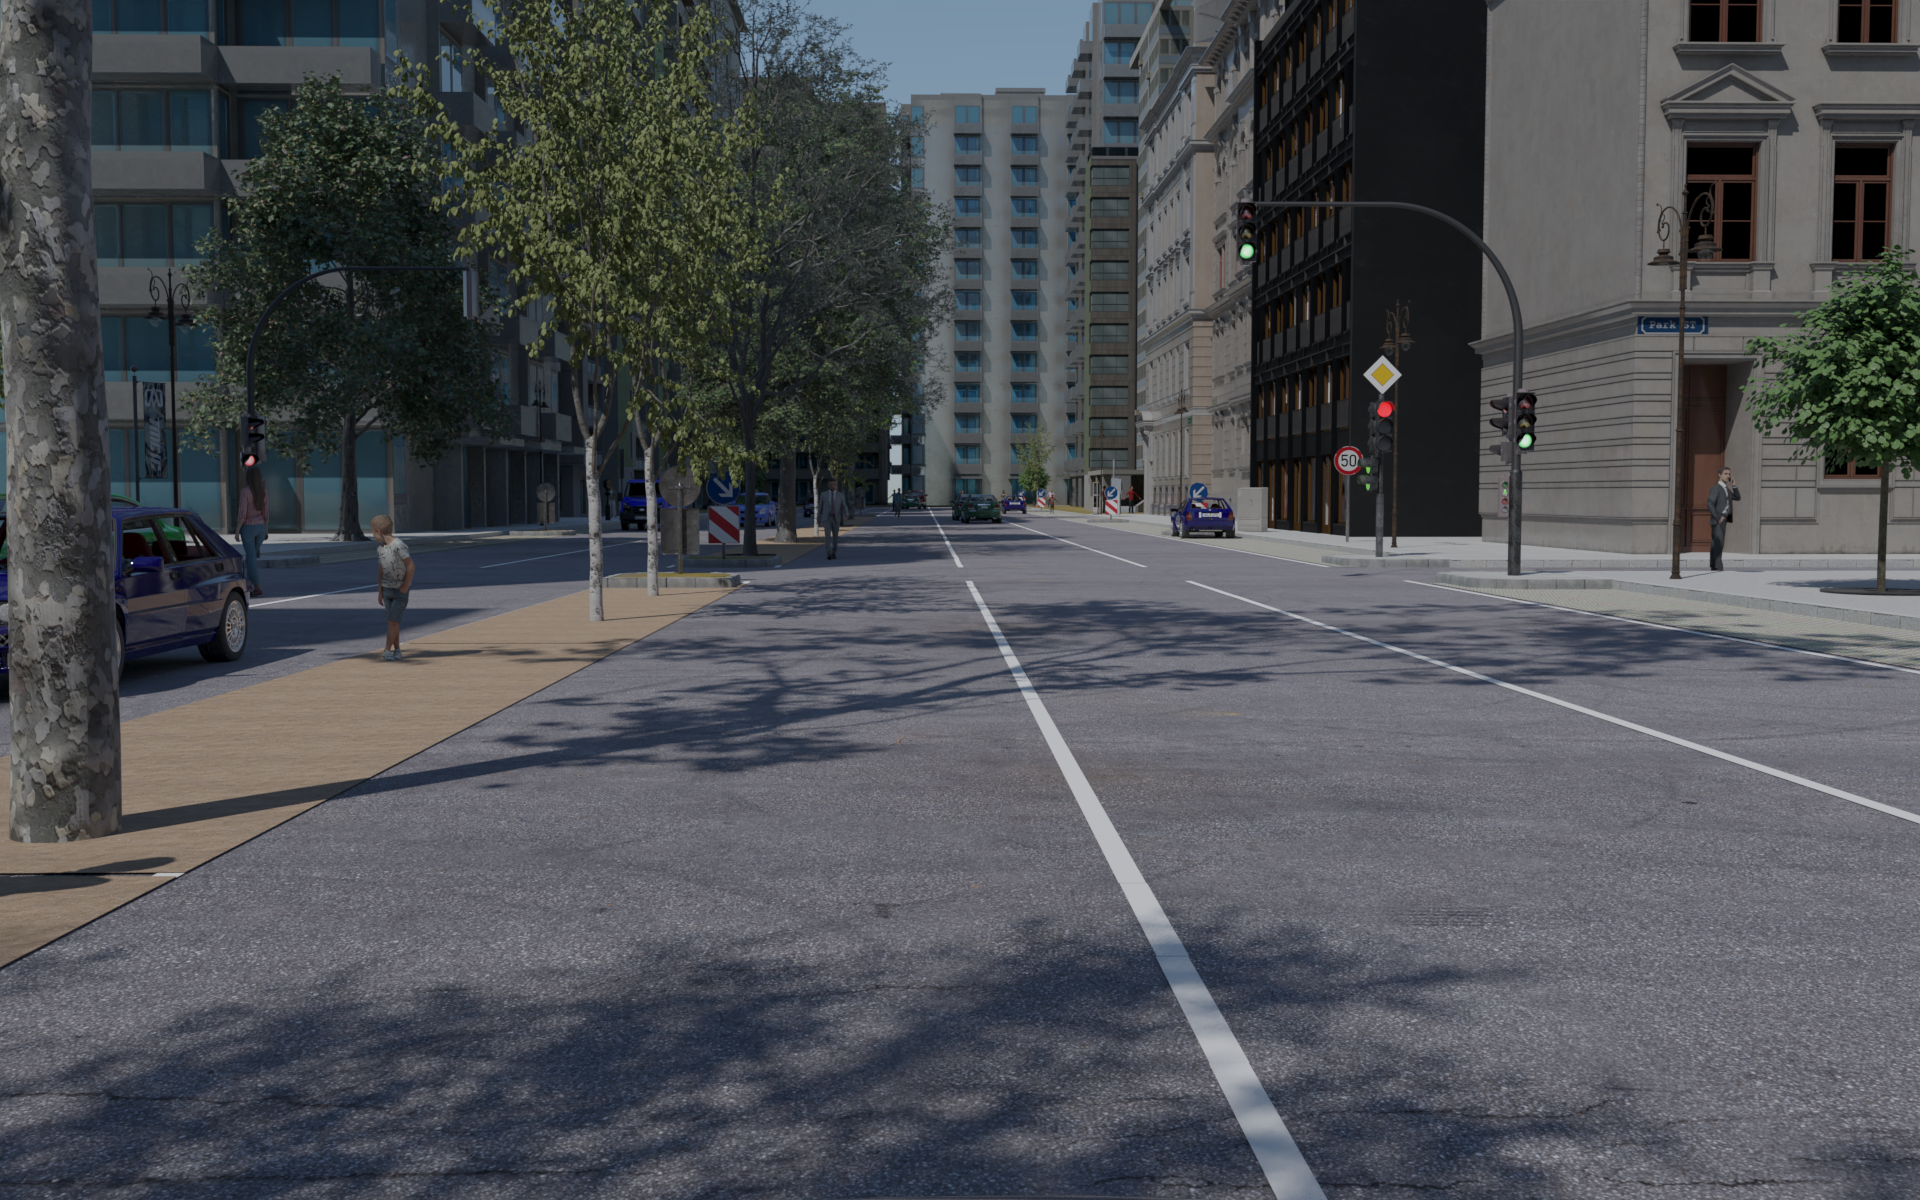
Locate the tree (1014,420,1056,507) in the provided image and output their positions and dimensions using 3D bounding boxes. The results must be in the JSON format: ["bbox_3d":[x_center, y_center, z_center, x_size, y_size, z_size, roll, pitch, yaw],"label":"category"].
[{"bbox_3d":[7.453,-13.515,171.340,4.737,8.622,4.395,0,3,0],"label":"tree"}]

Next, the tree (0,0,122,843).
[{"bbox_3d":[-4.978,-9.121,7.478,12.611,20.169,13.585,0,3,0],"label":"tree"}]

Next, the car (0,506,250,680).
[{"bbox_3d":[-7.001,-0.057,13.519,1.945,1.354,3.894,0,4,-3],"label":"car"}]

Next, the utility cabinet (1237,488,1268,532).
[{"bbox_3d":[9.938,-3.071,58.892,0.318,1.500,1.173,-2,4,-34],"label":"utility cabinet"}]

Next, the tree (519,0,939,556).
[{"bbox_3d":[-4.814,-7.747,39.485,12.009,13.543,11.850,0,3,0],"label":"tree"}]

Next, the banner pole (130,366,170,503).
[{"bbox_3d":[-15.943,-2.691,34.012,0.401,3.779,0.863,2,4,35],"label":"banner pole"}]

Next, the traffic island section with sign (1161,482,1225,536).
[{"bbox_3d":[8.020,-3.135,59.885,1.989,1.847,2.006,0,4,-1],"label":"traffic island section with sign"}]

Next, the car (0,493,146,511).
[{"bbox_3d":[-10.873,-0.718,20.531,1.959,1.807,4.718,0,4,0],"label":"car"}]

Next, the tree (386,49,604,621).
[{"bbox_3d":[-4.031,-4.044,18.935,4.737,8.622,4.395,0,3,0],"label":"tree"}]

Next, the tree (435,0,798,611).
[{"bbox_3d":[-4.252,-4.339,23.759,4.737,8.622,4.395,0,3,0],"label":"tree"}]

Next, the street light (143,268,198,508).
[{"bbox_3d":[-16.156,-3.841,35.581,0.468,5.910,1.993,0,4,-1],"label":"street light"}]

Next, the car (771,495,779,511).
[{"bbox_3d":[-13.560,-7.195,130.225,1.945,1.354,3.894,0,3,0],"label":"car"}]

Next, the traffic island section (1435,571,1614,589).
[{"bbox_3d":[8.736,-0.306,27.289,2.009,0.180,2.903,0,4,-1],"label":"traffic island section"}]

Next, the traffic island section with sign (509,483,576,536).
[{"bbox_3d":[-14.408,-3.144,60.028,1.989,1.847,2.006,0,4,-1],"label":"traffic island section with sign"}]

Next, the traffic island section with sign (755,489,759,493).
[{"bbox_3d":[-16.121,-7.822,136.516,1.989,1.847,2.006,0,4,-1],"label":"traffic island section with sign"}]

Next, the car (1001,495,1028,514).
[{"bbox_3d":[3.927,-6.881,125.088,1.945,1.354,3.894,0,4,1],"label":"car"}]

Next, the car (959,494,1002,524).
[{"bbox_3d":[1.042,-4.515,85.622,2.131,1.459,4.920,0,4,-3],"label":"car"}]

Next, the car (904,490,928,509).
[{"bbox_3d":[-4.293,-9.773,168.460,2.281,1.827,5.304,0,4,0],"label":"car"}]

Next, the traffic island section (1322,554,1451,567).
[{"bbox_3d":[8.558,-0.795,35.273,2.009,0.180,2.903,0,4,-1],"label":"traffic island section"}]

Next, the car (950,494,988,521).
[{"bbox_3d":[0.548,-5.050,94.359,2.131,1.459,4.920,0,4,-3],"label":"car"}]

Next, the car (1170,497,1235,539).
[{"bbox_3d":[7.909,-2.692,56.600,1.945,1.354,3.894,0,3,0],"label":"car"}]

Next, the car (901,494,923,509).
[{"bbox_3d":[-4.573,-9.222,162.575,2.131,1.459,4.920,0,4,1],"label":"car"}]

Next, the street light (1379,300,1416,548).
[{"bbox_3d":[10.404,-4.192,41.327,0.468,5.910,1.993,0,4,-1],"label":"street light"}]

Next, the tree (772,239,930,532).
[{"bbox_3d":[-4.726,-8.430,66.036,9.928,11.665,9.643,0,3,0],"label":"tree"}]

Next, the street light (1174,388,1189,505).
[{"bbox_3d":[9.632,-6.277,75.424,0.468,5.910,1.993,0,4,-1],"label":"street light"}]

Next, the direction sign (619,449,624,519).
[{"bbox_3d":[-17.095,-5.845,87.559,0.379,3.537,0.876,-2,4,-25],"label":"direction sign"}]

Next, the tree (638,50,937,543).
[{"bbox_3d":[-5.112,-8.646,50.480,9.857,13.997,8.962,0,3,0],"label":"tree"}]

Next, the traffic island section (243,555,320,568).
[{"bbox_3d":[-14.178,-0.764,34.772,2.009,0.180,2.903,0,4,-1],"label":"traffic island section"}]

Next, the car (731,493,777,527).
[{"bbox_3d":[-9.125,-4.104,76.688,1.945,1.707,3.694,0,4,0],"label":"car"}]

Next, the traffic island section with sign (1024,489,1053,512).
[{"bbox_3d":[6.292,-7.857,137.083,1.989,1.847,2.006,0,4,-1],"label":"traffic island section with sign"}]

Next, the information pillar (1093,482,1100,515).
[{"bbox_3d":[8.464,-6.299,107.481,0.304,2.012,0.304,2,4,33],"label":"information pillar"}]

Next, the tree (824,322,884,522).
[{"bbox_3d":[-4.854,-6.475,58.681,4.737,8.622,4.395,0,3,0],"label":"tree"}]

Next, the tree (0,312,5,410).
[{"bbox_3d":[-27.494,-5.988,48.273,4.737,8.622,4.395,0,3,0],"label":"tree"}]

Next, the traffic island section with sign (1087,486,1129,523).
[{"bbox_3d":[7.410,-4.794,87.009,1.989,1.847,2.006,0,4,-1],"label":"traffic island section with sign"}]

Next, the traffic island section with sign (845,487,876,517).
[{"bbox_3d":[-6.333,-6.216,109.760,2.006,1.907,1.989,0,4,-1],"label":"traffic island section with sign"}]

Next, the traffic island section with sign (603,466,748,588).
[{"bbox_3d":[-4.493,-1.168,27.234,2.006,1.907,1.989,0,4,-1],"label":"traffic island section with sign"}]

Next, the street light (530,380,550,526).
[{"bbox_3d":[-16.949,-5.948,70.035,0.468,5.910,1.993,0,4,-1],"label":"street light"}]

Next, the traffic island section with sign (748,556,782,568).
[{"bbox_3d":[-4.649,-1.621,34.640,2.006,1.907,1.989,0,4,-1],"label":"traffic island section with sign"}]

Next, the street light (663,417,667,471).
[{"bbox_3d":[-17.681,-8.033,104.127,0.468,5.910,1.993,0,4,-1],"label":"street light"}]

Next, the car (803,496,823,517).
[{"bbox_3d":[-8.731,-5.786,107.177,1.945,1.354,3.894,0,4,-1],"label":"car"}]

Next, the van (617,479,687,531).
[{"bbox_3d":[-12.319,-3.988,69.587,2.240,2.365,5.245,0,3,0],"label":"van"}]

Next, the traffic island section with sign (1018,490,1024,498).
[{"bbox_3d":[5.694,-9.505,164.031,1.989,1.847,2.006,0,4,-1],"label":"traffic island section with sign"}]

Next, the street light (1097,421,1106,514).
[{"bbox_3d":[8.947,-8.363,109.517,0.468,5.910,1.993,0,4,-1],"label":"street light"}]

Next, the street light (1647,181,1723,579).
[{"bbox_3d":[10.802,-3.252,25.963,0.468,5.910,1.993,0,4,-1],"label":"street light"}]
